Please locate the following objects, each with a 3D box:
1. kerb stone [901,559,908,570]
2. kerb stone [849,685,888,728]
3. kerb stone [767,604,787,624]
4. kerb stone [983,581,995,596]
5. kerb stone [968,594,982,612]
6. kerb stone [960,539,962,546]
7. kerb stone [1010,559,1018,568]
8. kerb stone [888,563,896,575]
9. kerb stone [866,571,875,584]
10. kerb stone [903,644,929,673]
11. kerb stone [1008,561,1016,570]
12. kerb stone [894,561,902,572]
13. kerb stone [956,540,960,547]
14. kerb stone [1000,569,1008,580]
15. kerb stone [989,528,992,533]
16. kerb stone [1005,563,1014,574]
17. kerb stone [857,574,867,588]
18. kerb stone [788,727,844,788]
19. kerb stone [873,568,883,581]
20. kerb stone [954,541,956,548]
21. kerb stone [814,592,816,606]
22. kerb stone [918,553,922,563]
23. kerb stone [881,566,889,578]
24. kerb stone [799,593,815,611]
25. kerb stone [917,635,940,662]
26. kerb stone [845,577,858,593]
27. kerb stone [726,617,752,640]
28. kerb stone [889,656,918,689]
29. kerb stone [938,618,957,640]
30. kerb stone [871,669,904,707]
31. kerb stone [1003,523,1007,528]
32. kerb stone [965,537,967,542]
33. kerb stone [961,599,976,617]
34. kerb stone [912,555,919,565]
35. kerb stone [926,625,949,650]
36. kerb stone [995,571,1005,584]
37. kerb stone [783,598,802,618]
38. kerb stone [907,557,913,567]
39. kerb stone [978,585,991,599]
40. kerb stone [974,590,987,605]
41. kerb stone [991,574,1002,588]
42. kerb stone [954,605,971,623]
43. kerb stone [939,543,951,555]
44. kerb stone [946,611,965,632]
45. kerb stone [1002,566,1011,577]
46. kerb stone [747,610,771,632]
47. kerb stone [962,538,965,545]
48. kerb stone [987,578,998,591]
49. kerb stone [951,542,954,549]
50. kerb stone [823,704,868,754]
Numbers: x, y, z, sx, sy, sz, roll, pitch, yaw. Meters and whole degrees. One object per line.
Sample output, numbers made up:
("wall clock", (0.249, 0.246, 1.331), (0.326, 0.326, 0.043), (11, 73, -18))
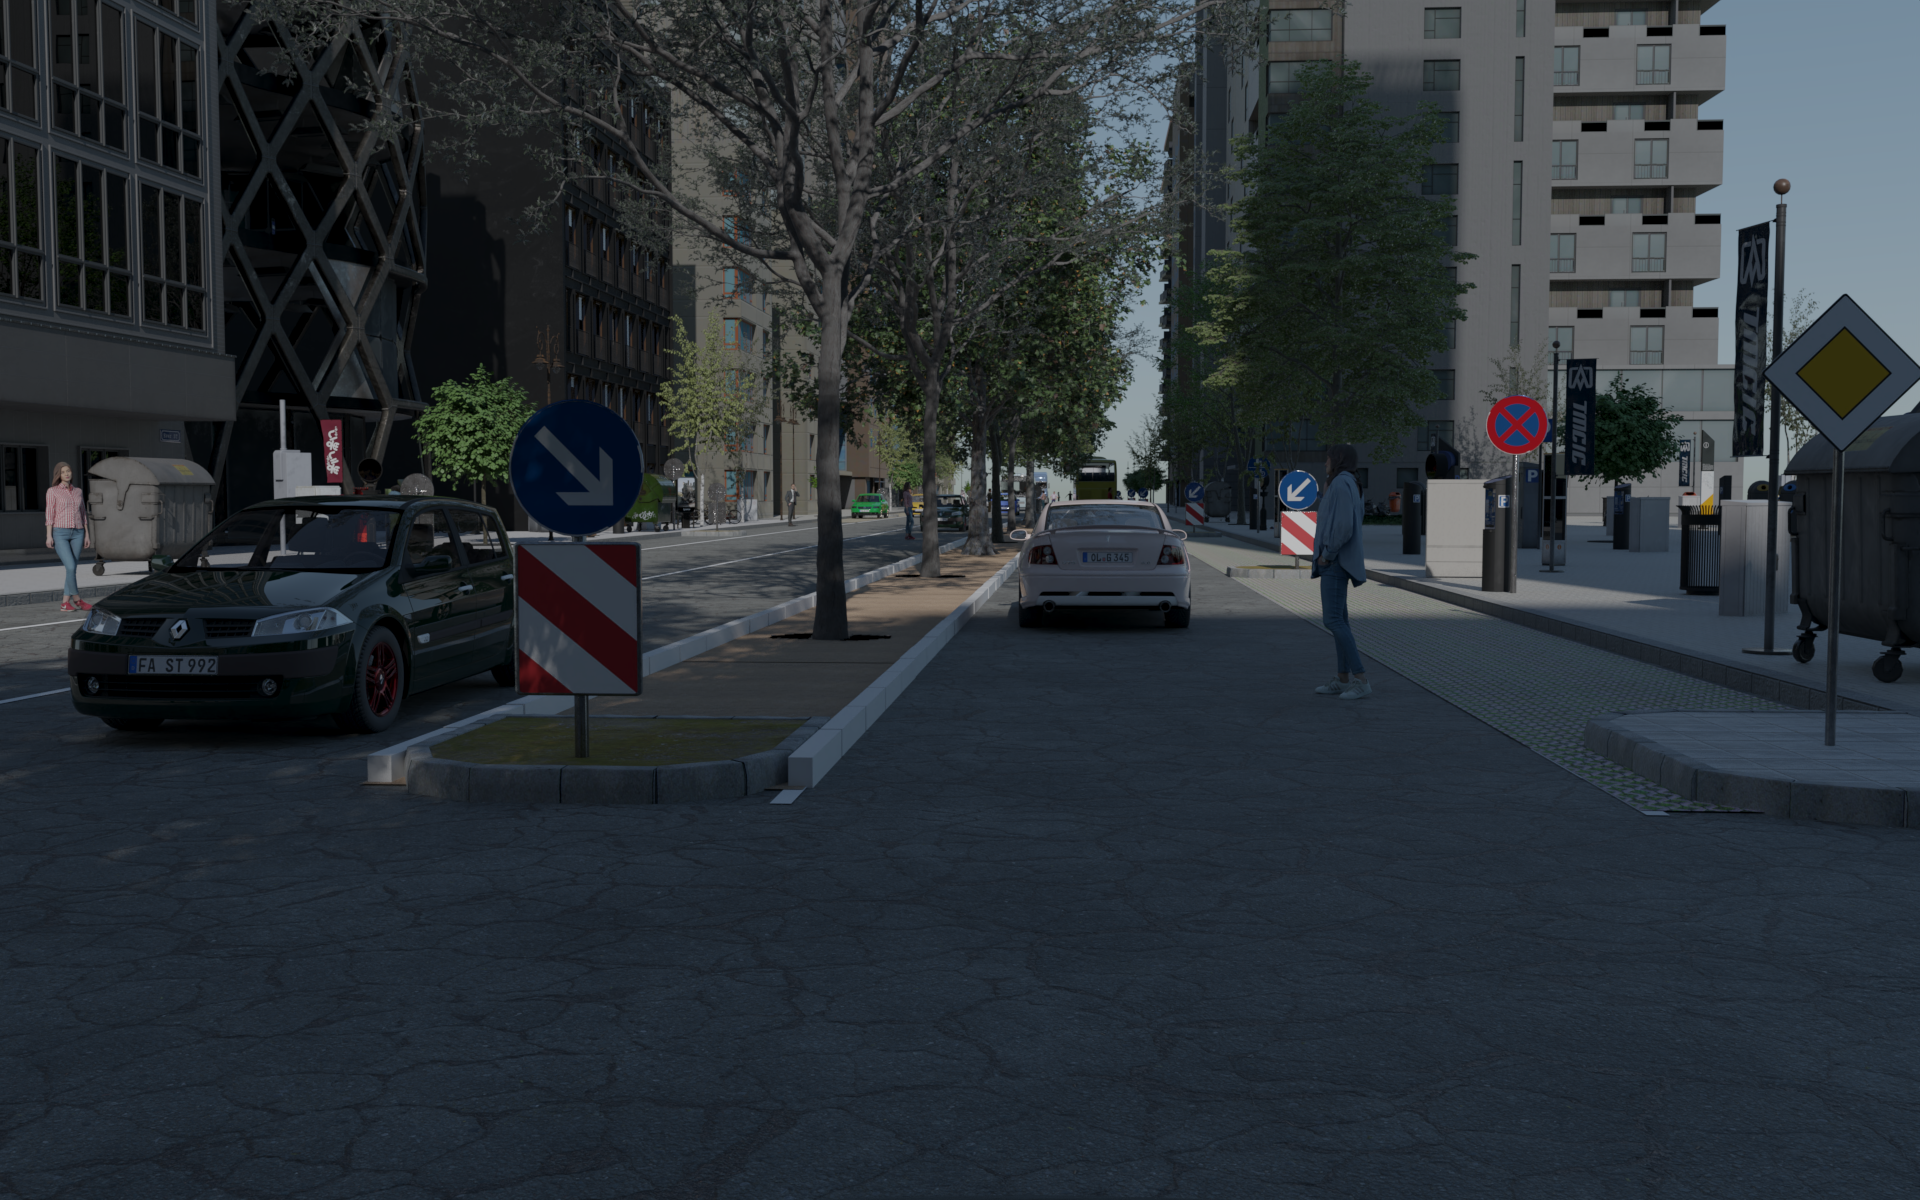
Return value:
("kerb stone", (-1.128, -0.627, 32.555), (0.120, 0.150, 1.000), (0, 4, 4))
("kerb stone", (-0.591, 0.686, 10.986), (0.120, 0.150, 1.000), (0, 4, 4))
("kerb stone", (-2.094, 0.182, 19.270), (0.120, 0.150, 1.000), (0, 4, 4))
("kerb stone", (0.370, -0.126, 24.254), (0.120, 0.150, 1.000), (0, 4, 4))
("kerb stone", (0.150, 0.061, 21.195), (0.120, 0.150, 1.000), (0, 4, 4))
("kerb stone", (-0.100, -1.510, 46.897), (0.120, 0.150, 1.000), (0, 4, 4))
("kerb stone", (0.954, -0.626, 32.430), (0.120, 0.150, 1.000), (0, 4, 4))
("kerb stone", (-1.292, -0.505, 30.518), (0.120, 0.150, 1.000), (0, 4, 4))
("kerb stone", (-1.509, -0.321, 27.441), (0.120, 0.150, 1.000), (0, 4, 4))
("kerb stone", (-0.376, 0.498, 14.050), (0.120, 0.150, 1.000), (0, 4, 4))
("kerb stone", (0.887, -0.564, 31.410), (0.120, 0.150, 1.000), (0, 4, 4))
("kerb stone", (-1.207, -0.571, 31.536), (0.120, 0.150, 1.000), (0, 4, 4))
("kerb stone", (-0.174, -1.447, 45.869), (0.120, 0.150, 1.000), (0, 4, 4))
("kerb stone", (0.659, -0.375, 28.331), (0.120, 0.150, 1.000), (0, 4, 4))
("kerb stone", (1.309, -2.698, 66.328), (0.120, 0.150, 1.000), (0, 4, 4))
("kerb stone", (0.815, -0.501, 30.385), (0.120, 0.150, 1.000), (0, 4, 4))
("kerb stone", (-1.575, -0.258, 26.420), (0.120, 0.150, 1.000), (0, 4, 4))
("kerb stone", (-0.741, 0.811, 8.937), (0.120, 0.150, 1.000), (0, 4, 4))
("kerb stone", (-1.427, -0.384, 28.477), (0.120, 0.150, 1.000), (0, 4, 4))
("kerb stone", (-0.253, -1.384, 44.840), (0.120, 0.150, 1.000), (0, 4, 4))
("kerb stone", (-1.871, -0.005, 22.340), (0.120, 0.150, 1.000), (0, 4, 4))
("kerb stone", (-0.918, -0.822, 35.631), (0.120, 0.150, 1.000), (0, 4, 4))
("kerb stone", (-1.361, -0.447, 29.497), (0.120, 0.150, 1.000), (0, 4, 4))
("kerb stone", (-1.952, 0.054, 21.310), (0.120, 0.150, 1.000), (0, 4, 4))
("kerb stone", (-0.302, 0.440, 15.070), (0.120, 0.150, 1.000), (0, 4, 4))
("kerb stone", (-1.656, -0.196, 25.402), (0.120, 0.150, 1.000), (0, 4, 4))
("kerb stone", (-2.254, 0.305, 17.232), (0.120, 0.150, 1.000), (0, 4, 4))
("kerb stone", (-0.443, 0.562, 13.027), (0.120, 0.150, 1.000), (0, 4, 4))
("kerb stone", (-0.154, 0.311, 17.116), (0.120, 0.150, 1.000), (0, 4, 4))
("kerb stone", (-0.517, 0.624, 12.005), (0.120, 0.150, 1.000), (0, 4, 4))
("kerb stone", (2.120, -3.386, 77.587), (0.120, 0.150, 1.000), (0, 4, 4))
("kerb stone", (0.046, -1.630, 48.940), (0.120, 0.150, 1.000), (0, 4, 4))
("kerb stone", (0.069, 0.125, 20.176), (0.120, 0.150, 1.000), (0, 4, 4))
("kerb stone", (-0.985, -0.756, 34.602), (0.120, 0.150, 1.000), (0, 4, 4))
("kerb stone", (-0.229, 0.373, 16.089), (0.120, 0.150, 1.000), (0, 4, 4))
("kerb stone", (0.594, -0.313, 27.311), (0.120, 0.150, 1.000), (0, 4, 4))
("kerb stone", (-2.019, 0.117, 20.290), (0.120, 0.150, 1.000), (0, 4, 4))
("kerb stone", (-1.065, -0.695, 33.577), (0.120, 0.150, 1.000), (0, 4, 4))
("kerb stone", (0.291, -0.061, 23.235), (0.120, 0.150, 1.000), (0, 4, 4))
("kerb stone", (0.219, 0.005, 22.216), (0.120, 0.150, 1.000), (0, 4, 4))
("kerb stone", (0.515, -0.251, 26.292), (0.120, 0.150, 1.000), (0, 4, 4))
("kerb stone", (-0.002, 0.186, 19.157), (0.120, 0.150, 1.000), (0, 4, 4))
("kerb stone", (-0.393, -1.259, 42.801), (0.120, 0.150, 1.000), (0, 4, 4))
("kerb stone", (-0.073, 0.248, 18.136), (0.120, 0.150, 1.000), (0, 4, 4))
("kerb stone", (0.745, -0.438, 29.356), (0.120, 0.150, 1.000), (0, 4, 4))
("kerb stone", (-2.172, 0.245, 18.251), (0.120, 0.150, 1.000), (0, 4, 4))
("kerb stone", (-0.031, -1.573, 47.917), (0.120, 0.150, 1.000), (0, 4, 4))
("kerb stone", (0.435, -0.186, 25.274), (0.120, 0.150, 1.000), (0, 4, 4))
("kerb stone", (-0.318, -1.318, 43.821), (0.120, 0.150, 1.000), (0, 4, 4))
("kerb stone", (-0.667, 0.748, 9.965), (0.120, 0.150, 1.000), (0, 4, 4))
